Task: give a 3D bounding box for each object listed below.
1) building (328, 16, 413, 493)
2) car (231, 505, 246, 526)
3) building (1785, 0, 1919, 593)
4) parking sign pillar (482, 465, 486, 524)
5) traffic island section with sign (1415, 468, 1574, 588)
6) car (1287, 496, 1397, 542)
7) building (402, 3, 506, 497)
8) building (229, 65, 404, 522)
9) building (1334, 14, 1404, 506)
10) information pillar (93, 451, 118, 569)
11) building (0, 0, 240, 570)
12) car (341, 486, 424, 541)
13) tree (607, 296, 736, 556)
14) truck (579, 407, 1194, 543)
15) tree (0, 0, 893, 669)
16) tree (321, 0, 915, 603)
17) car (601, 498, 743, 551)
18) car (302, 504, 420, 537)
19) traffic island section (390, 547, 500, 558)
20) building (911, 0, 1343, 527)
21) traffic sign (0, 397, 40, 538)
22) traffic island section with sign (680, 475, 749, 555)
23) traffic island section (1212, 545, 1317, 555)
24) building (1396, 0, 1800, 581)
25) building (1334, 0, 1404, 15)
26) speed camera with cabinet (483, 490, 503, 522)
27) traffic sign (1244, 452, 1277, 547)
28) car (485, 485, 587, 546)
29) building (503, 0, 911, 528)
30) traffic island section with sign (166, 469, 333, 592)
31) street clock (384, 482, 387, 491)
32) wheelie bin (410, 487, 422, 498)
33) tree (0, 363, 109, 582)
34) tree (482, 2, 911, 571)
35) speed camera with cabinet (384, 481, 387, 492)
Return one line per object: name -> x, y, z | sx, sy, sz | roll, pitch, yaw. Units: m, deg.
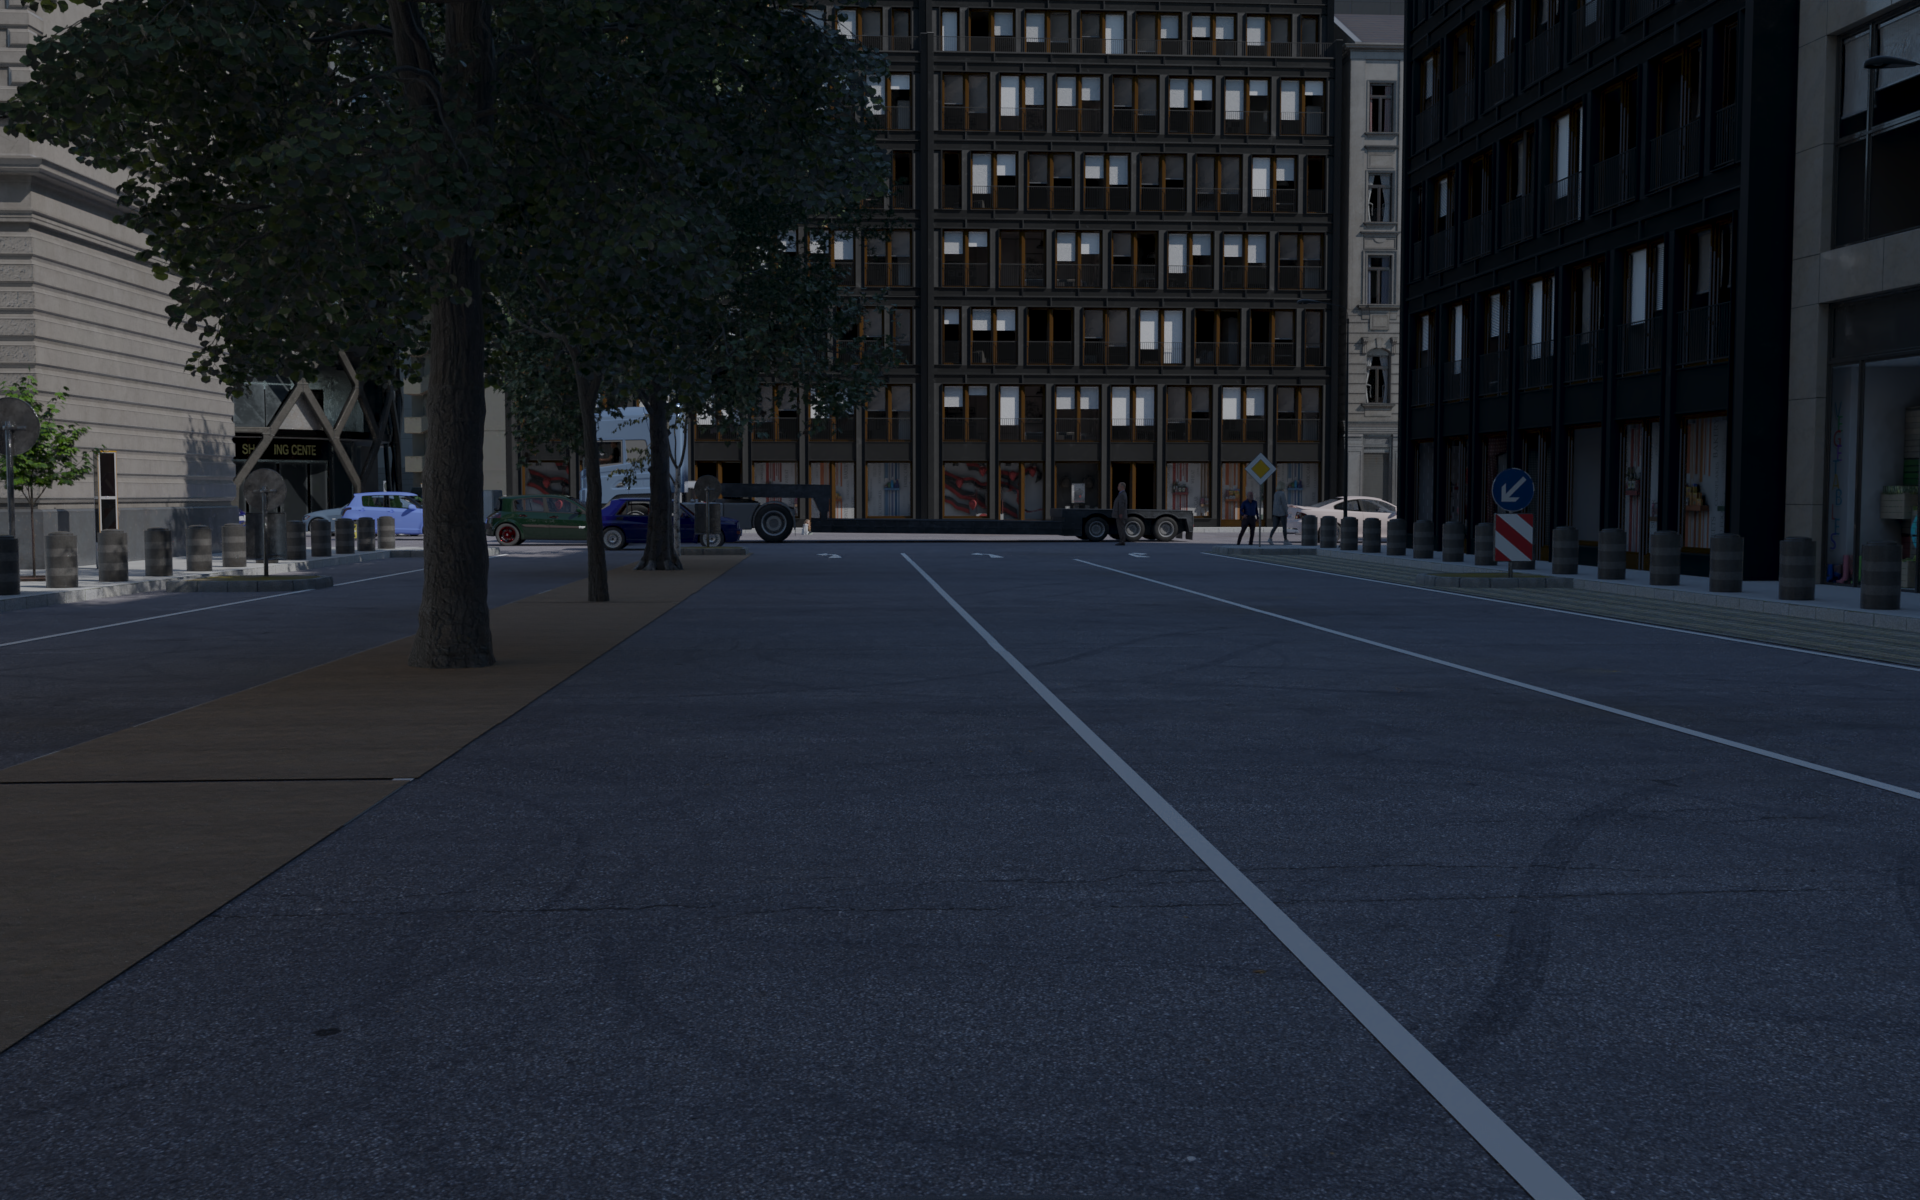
building -> -53.537, -39.314, 184.778 | 28.212, 58.520, 21.231 | 0, 4, -4
car -> -21.405, -2.100, 46.912 | 3.894, 1.354, 1.945 | 0, 4, -5
building -> 22.746, -12.457, 8.192 | 19.350, 26.468, 34.151 | 0, 4, -4
parking sign pillar -> -19.081, -4.795, 66.870 | 1.447, 3.967, 1.447 | 1, 4, 19
traffic island section with sign -> 8.273, -1.134, 27.168 | 1.989, 1.847, 2.006 | 0, 4, -4
car -> 12.080, -2.383, 51.322 | 4.827, 1.381, 2.083 | 0, 4, -3
building -> -33.058, -31.618, 140.652 | 21.300, 48.544, 21.600 | 0, 4, -4
building -> -31.762, -12.496, 71.768 | 16.811, 18.784, 16.820 | 0, 4, -4
building -> 23.526, -13.647, 72.285 | 18.267, 20.994, 9.793 | 0, 4, -4
information pillar -> -14.564, -1.532, 29.539 | 0.304, 2.012, 0.304 | -3, 5, -41
building -> -25.067, -12.473, 32.812 | 19.941, 23.489, 11.050 | 0, 4, -4
car -> -17.362, -2.720, 54.069 | 3.694, 1.707, 1.945 | 0, 4, -4
tree -> -6.499, -5.307, 39.586 | 4.360, 8.622, 3.978 | 0, 3, 0
truck -> -2.470, -3.798, 51.852 | 18.799, 4.110, 2.967 | 0, 4, -6
tree -> -4.251, -6.423, 14.131 | 9.857, 13.997, 8.962 | 0, 3, 0
tree -> -4.799, -5.270, 23.030 | 8.767, 10.594, 7.601 | 0, 4, -4
car -> -7.587, -1.970, 44.790 | 3.894, 1.354, 1.945 | 0, 4, -6
car -> -20.034, -2.867, 58.881 | 4.499, 1.417, 2.014 | 0, 4, -3
traffic island section -> -11.979, -1.120, 40.598 | 2.009, 0.180, 2.903 | 0, 4, -4
building -> 6.258, -14.818, 71.956 | 15.834, 23.373, 12.332 | 0, 4, -4
traffic sign -> -12.469, -1.385, 22.747 | 0.768, 2.556, 0.104 | 0, 4, -2
traffic island section with sign -> -6.059, -2.024, 41.234 | 2.006, 1.907, 1.989 | 0, 4, -4
traffic island section -> 7.268, -1.200, 41.897 | 2.009, 0.180, 2.903 | 0, 4, -4
building -> 17.052, -12.440, 33.077 | 12.332, 23.373, 15.834 | 0, 4, -4
building -> 42.144, -46.070, 191.497 | 20.611, 71.187, 20.563 | 0, 4, -4
speed camera with cabinet -> -19.263, -4.592, 69.411 | 2.038, 3.252, 0.660 | 2, 4, 30
traffic sign -> 7.245, -2.335, 41.818 | 0.795, 2.450, 0.064 | 0, 4, -4
car -> -11.152, -2.367, 48.485 | 4.222, 1.686, 2.009 | 0, 4, -6
building -> -9.547, -14.759, 70.991 | 15.834, 23.373, 12.332 | 0, 4, -4
traffic island section with sign -> -10.682, -1.080, 26.293 | 1.989, 1.847, 2.006 | 0, 4, -4
street clock -> -34.405, -6.094, 104.205 | 0.471, 2.002, 0.358 | 3, 4, 37
wheelie bin -> -25.599, -4.516, 81.738 | 0.980, 1.594, 0.693 | 1, 4, 12
tree -> -13.791, -1.896, 25.600 | 1.663, 3.219, 1.824 | 0, 3, 0
tree -> -5.666, -6.909, 32.429 | 9.611, 12.733, 9.660 | 0, 3, 0
speed camera with cabinet -> -38.570, -7.370, 114.830 | 2.038, 3.252, 0.660 | -1, 4, -15
